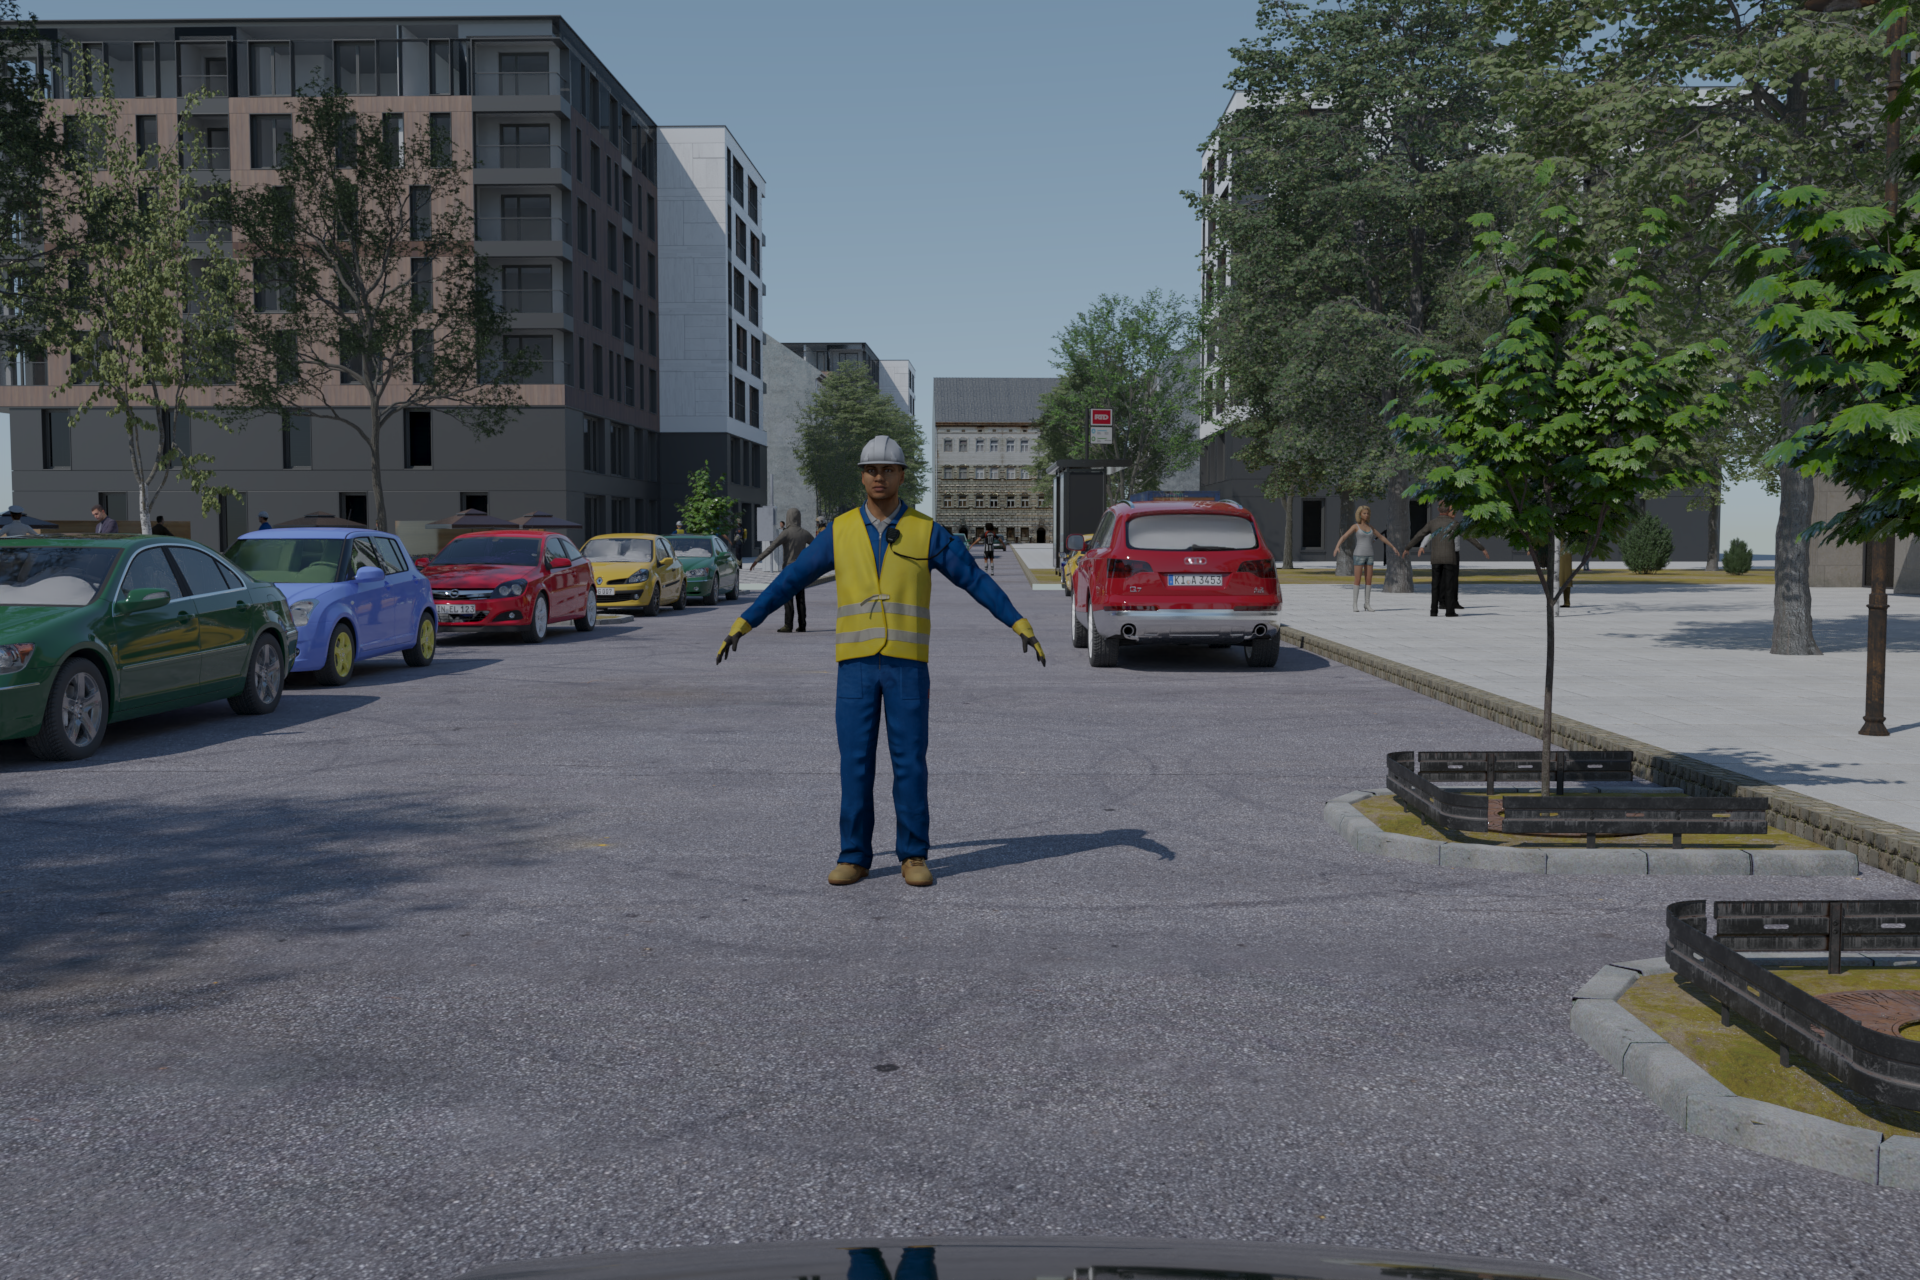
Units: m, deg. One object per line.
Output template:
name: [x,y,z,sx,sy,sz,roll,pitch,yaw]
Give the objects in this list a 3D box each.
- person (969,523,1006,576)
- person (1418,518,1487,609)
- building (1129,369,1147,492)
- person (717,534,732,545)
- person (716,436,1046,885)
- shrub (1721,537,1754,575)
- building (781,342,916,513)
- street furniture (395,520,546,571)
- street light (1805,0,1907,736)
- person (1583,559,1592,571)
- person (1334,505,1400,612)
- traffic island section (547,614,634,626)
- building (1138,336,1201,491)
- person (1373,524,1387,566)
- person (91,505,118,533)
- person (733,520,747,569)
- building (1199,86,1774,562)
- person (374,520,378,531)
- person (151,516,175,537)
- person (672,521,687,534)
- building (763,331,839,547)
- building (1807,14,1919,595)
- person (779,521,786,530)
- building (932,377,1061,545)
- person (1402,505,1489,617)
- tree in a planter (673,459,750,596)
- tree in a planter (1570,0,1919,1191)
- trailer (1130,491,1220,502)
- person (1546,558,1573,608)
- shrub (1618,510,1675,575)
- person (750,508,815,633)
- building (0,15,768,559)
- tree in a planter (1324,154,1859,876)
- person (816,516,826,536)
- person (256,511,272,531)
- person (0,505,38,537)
person: [0.986,-3.116,59.548,1.345,1.843,0.704,-1,4,-20]
person: [8.385,-1.434,29.598,1.344,1.810,0.704,-1,4,-17]
building: [28.434,-20.000,193.462,16.747,18.905,31.486,0,4,1]
person: [-8.362,-3.199,58.436,1.347,1.817,0.704,-1,4,-10]
person: [-0.320,0.080,7.122,1.349,1.833,0.705,0,4,4]
shrub: [24.108,-2.606,53.717,1.383,1.207,1.383,0,3,0]
building: [-20.022,-21.847,201.176,27.936,21.610,32.646,0,4,2]
street furniture: [-17.352,-3.165,58.603,9.812,1.723,11.010,3,5,42]
street light: [5.840,-2.330,10.889,0.468,5.910,1.993,0,4,2]
person: [21.934,-3.128,60.416,0.599,1.433,0.991,-1,4,-12]
person: [6.683,-1.340,28.524,1.214,1.753,0.721,-1,4,-18]
traffic island section: [-6.387,-0.321,28.121,1.991,0.108,1.994,0,4,1]
building: [27.572,-20.569,167.225,19.493,23.208,18.063,0,4,1]
person: [17.196,-3.842,69.545,1.216,1.740,0.721,1,4,8]
person: [-14.137,-1.347,28.511,0.683,1.767,0.568,2,4,32]
person: [-8.142,-3.533,63.545,0.705,1.856,1.354,0,4,-1]
building: [27.029,-15.408,95.894,27.936,21.610,32.646,0,4,2]
person: [-22.282,-3.698,66.398,1.347,1.837,0.705,1,4,23]
person: [-22.935,-2.668,49.752,1.346,1.812,0.704,1,4,18]
person: [-10.842,-3.680,66.637,1.216,1.772,0.721,-3,5,-41]
building: [-22.332,-20.821,171.357,19.493,23.208,18.063,0,4,2]
building: [29.199,-13.499,22.865,24.374,26.755,37.873,0,4,2]
person: [-7.156,-3.880,69.631,1.347,1.806,0.705,2,4,24]
building: [5.339,-24.957,241.434,18.063,23.208,19.493,0,4,-2]
person: [7.504,-1.265,26.856,1.348,1.807,0.705,2,4,31]
tree in a planter: [-6.066,-2.689,41.189,1.991,3.239,1.994,0,4,1]
tree in a planter: [2.748,-0.445,4.506,1.991,3.239,1.994,0,4,2]
trailer: [2.972,-1.086,24.812,1.471,1.999,3.904,0,4,1]
person: [10.406,-1.429,30.135,1.217,1.736,0.721,-1,4,-20]
shrub: [21.751,-3.112,54.926,1.661,2.075,1.752,0,3,0]
person: [-2.436,-1.018,25.227,1.348,1.813,0.705,-3,4,-38]
building: [-25.703,-14.754,85.203,27.936,21.610,32.646,0,4,2]
tree in a planter: [2.805,-0.670,8.184,1.991,3.239,1.994,0,4,2]
person: [-4.550,-3.099,56.432,0.705,1.858,1.354,-1,4,-16]
person: [-17.166,-2.250,42.671,0.705,1.842,1.347,0,4,2]
person: [-16.311,-1.435,29.929,1.216,1.778,0.721,-3,5,-41]
